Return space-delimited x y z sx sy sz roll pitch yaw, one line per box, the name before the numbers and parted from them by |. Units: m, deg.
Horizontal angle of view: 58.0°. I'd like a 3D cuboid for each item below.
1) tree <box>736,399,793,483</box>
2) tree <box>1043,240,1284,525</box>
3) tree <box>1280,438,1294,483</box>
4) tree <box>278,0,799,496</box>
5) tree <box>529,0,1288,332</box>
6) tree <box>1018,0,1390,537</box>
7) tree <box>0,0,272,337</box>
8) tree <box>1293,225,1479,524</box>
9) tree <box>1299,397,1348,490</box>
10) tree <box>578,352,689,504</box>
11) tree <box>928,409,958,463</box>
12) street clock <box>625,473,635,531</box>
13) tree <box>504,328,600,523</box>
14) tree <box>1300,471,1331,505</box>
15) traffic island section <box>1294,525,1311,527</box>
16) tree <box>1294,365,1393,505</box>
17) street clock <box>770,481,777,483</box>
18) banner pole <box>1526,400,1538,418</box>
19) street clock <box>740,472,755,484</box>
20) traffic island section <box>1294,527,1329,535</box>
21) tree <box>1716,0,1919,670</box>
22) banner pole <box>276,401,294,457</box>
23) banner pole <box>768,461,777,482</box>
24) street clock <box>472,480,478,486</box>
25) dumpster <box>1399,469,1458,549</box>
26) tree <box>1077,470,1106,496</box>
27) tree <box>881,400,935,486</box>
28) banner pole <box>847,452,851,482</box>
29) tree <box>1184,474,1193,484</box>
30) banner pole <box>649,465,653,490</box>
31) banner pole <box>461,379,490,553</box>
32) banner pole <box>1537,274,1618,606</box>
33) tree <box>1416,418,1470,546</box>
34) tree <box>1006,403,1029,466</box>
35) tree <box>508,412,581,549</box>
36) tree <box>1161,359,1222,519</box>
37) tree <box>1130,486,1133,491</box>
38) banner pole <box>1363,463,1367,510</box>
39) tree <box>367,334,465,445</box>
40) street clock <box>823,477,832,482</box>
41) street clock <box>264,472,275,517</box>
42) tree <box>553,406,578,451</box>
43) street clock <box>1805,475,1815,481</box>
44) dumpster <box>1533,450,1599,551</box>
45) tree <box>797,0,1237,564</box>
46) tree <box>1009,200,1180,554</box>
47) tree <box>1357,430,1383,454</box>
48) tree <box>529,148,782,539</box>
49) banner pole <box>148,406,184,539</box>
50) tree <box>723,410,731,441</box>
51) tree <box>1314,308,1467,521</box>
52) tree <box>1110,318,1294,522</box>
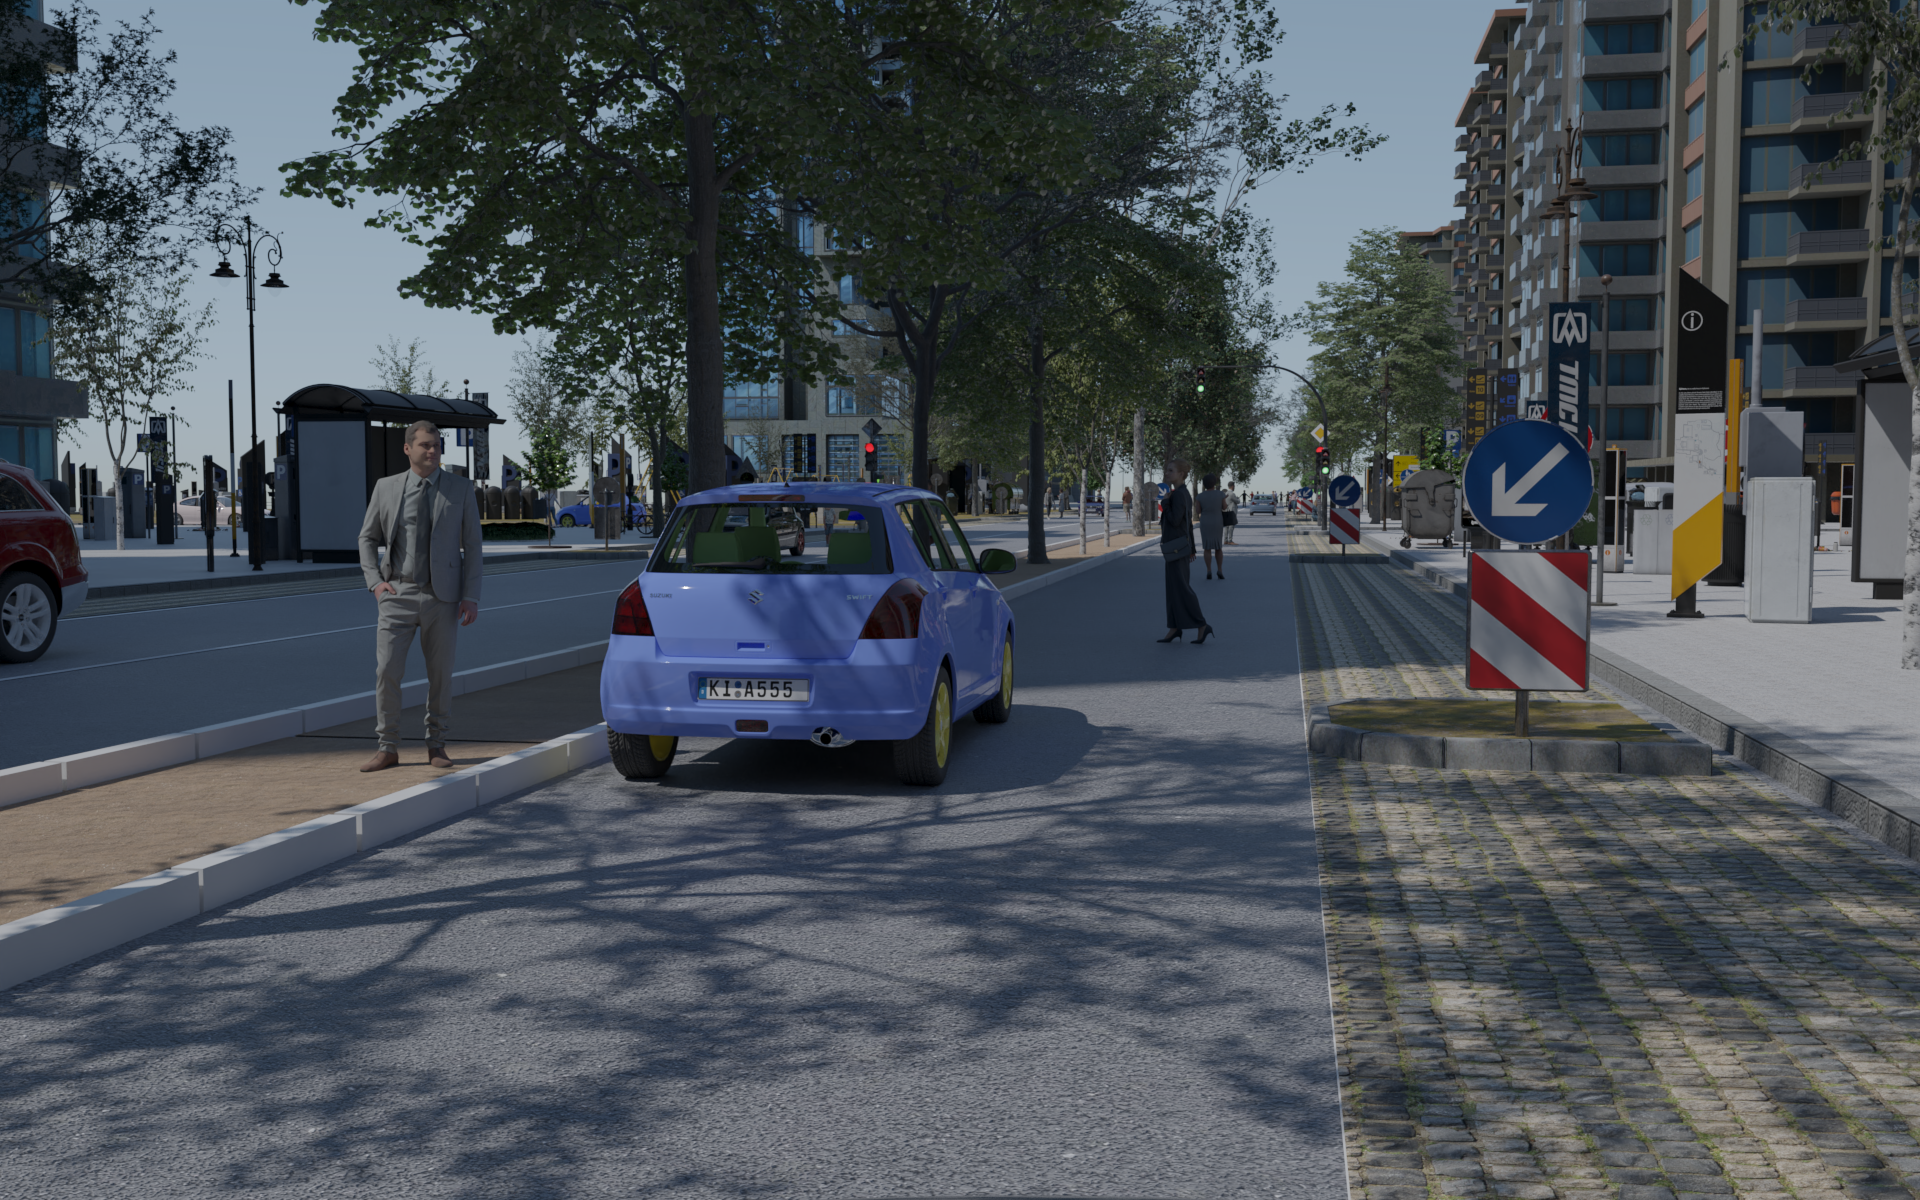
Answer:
tree | -15.274 -11.304 135.176 4.360 8.622 3.978 0 3 0
tree | 9.040 -9.522 75.147 9.611 12.733 9.660 0 3 0
tree | 57.336 -22.707 289.393 7.486 12.596 7.792 0 3 0
tree | -2.196 -5.745 14.516 7.486 12.596 7.792 0 3 0
tree | -0.571 -6.862 25.023 12.009 13.543 11.850 0 3 0
tree | 7.024 -12.110 56.351 12.611 20.169 13.585 0 3 0
tree | -13.504 -5.390 22.541 8.767 10.594 7.601 -2 4 -33
tree | 18.163 -9.509 73.594 7.486 12.596 7.792 0 3 0
tree | 26.803 -10.749 126.103 4.360 8.622 3.978 0 3 0
tree | -15.984 -8.413 87.912 4.737 8.622 4.395 0 3 0
tree | -1.494 -11.740 142.318 4.360 8.622 3.978 0 3 0
street clock | -11.614 -3.447 60.927 0.358 2.002 0.471 -1 4 -21
tree | -18.392 -7.783 77.620 4.360 8.622 3.978 0 3 0
tree | 54.304 -17.454 269.078 4.285 4.588 4.351 0 3 0
traffic island section | 14.298 -2.846 68.813 2.009 0.180 2.903 1 4 11
tree | 29.570 -12.654 132.646 9.928 11.665 9.643 0 3 0
street clock | -10.223 -5.524 94.881 0.471 2.002 0.358 0 4 -2
banner pole | 13.681 -3.097 40.650 0.863 3.779 0.401 1 4 16
street clock | -7.011 -3.215 57.129 0.471 2.002 0.358 0 4 -4
traffic island section | 12.835 -2.366 60.963 2.009 0.180 2.903 1 4 11
tree | 7.217 -3.792 12.357 4.360 8.622 3.978 0 3 0
banner pole | -18.078 -3.464 46.656 0.863 3.779 0.401 -2 4 -29
banner pole | -14.124 -8.570 130.131 0.863 3.779 0.401 -1 4 -13
street clock | -24.894 -5.149 88.760 0.358 2.002 0.471 0 4 5
dumpster | 11.078 -2.154 40.980 1.264 1.857 1.865 1 4 11
tree | 12.131 -10.703 158.705 4.285 4.588 4.351 0 3 0
tree | -3.609 -11.071 131.372 4.737 8.622 4.395 0 3 0
banner pole | -6.543 -6.856 102.116 0.401 3.779 0.863 1 4 9
tree | 39.384 -22.474 301.858 7.601 10.594 8.767 0 4 -8
banner pole | -22.991 -8.560 129.972 0.401 3.779 0.863 3 5 44
banner pole | -10.529 -2.914 37.656 0.863 3.779 0.401 2 4 28
banner pole | 7.142 -1.827 19.883 0.863 3.779 0.401 1 4 8
tree | 11.891 -2.977 43.269 1.663 3.219 1.824 0 3 0
tree | 8.429 -13.539 138.362 9.611 12.733 9.660 0 3 0
tree | -9.841 -2.832 40.901 1.663 3.219 1.824 0 3 0
tree | 10.641 -7.911 82.168 4.360 8.622 3.978 0 3 0
tree | 21.238 -12.988 206.954 1.663 3.219 1.824 0 3 0
banner pole | 32.904 -9.211 140.608 0.401 3.779 0.863 1 4 23
tree | -25.269 -7.932 80.049 4.737 8.622 4.395 0 3 0
street clock | -5.558 -4.162 72.617 0.358 2.002 0.471 -2 4 -24
street clock | -22.221 -3.148 56.045 0.358 2.002 0.471 2 4 34
tree | -20.799 -9.095 99.061 4.737 8.622 4.395 0 3 0
street clock | 33.017 -3.846 67.460 0.471 2.002 0.358 -1 4 -16
dumpster | 11.409 -1.829 32.402 1.502 2.255 1.985 1 4 10
tree | 1.604 -6.976 34.646 7.486 12.596 7.792 0 3 0
tree | 2.904 -5.383 40.830 4.737 8.622 4.395 0 3 0
tree | 32.086 -14.808 152.480 12.009 13.543 11.850 0 3 0
tree | -8.830 -7.621 50.362 9.928 11.665 9.643 0 3 0
banner pole | -22.582 -3.623 49.249 0.863 3.779 0.401 -1 4 -23
tree | -15.486 -9.090 98.984 4.737 8.622 4.395 0 3 0
tree | 20.489 -9.057 82.496 7.601 10.594 8.767 0 3 0
tree | 12.192 -9.883 89.798 9.928 11.665 9.643 0 3 0
